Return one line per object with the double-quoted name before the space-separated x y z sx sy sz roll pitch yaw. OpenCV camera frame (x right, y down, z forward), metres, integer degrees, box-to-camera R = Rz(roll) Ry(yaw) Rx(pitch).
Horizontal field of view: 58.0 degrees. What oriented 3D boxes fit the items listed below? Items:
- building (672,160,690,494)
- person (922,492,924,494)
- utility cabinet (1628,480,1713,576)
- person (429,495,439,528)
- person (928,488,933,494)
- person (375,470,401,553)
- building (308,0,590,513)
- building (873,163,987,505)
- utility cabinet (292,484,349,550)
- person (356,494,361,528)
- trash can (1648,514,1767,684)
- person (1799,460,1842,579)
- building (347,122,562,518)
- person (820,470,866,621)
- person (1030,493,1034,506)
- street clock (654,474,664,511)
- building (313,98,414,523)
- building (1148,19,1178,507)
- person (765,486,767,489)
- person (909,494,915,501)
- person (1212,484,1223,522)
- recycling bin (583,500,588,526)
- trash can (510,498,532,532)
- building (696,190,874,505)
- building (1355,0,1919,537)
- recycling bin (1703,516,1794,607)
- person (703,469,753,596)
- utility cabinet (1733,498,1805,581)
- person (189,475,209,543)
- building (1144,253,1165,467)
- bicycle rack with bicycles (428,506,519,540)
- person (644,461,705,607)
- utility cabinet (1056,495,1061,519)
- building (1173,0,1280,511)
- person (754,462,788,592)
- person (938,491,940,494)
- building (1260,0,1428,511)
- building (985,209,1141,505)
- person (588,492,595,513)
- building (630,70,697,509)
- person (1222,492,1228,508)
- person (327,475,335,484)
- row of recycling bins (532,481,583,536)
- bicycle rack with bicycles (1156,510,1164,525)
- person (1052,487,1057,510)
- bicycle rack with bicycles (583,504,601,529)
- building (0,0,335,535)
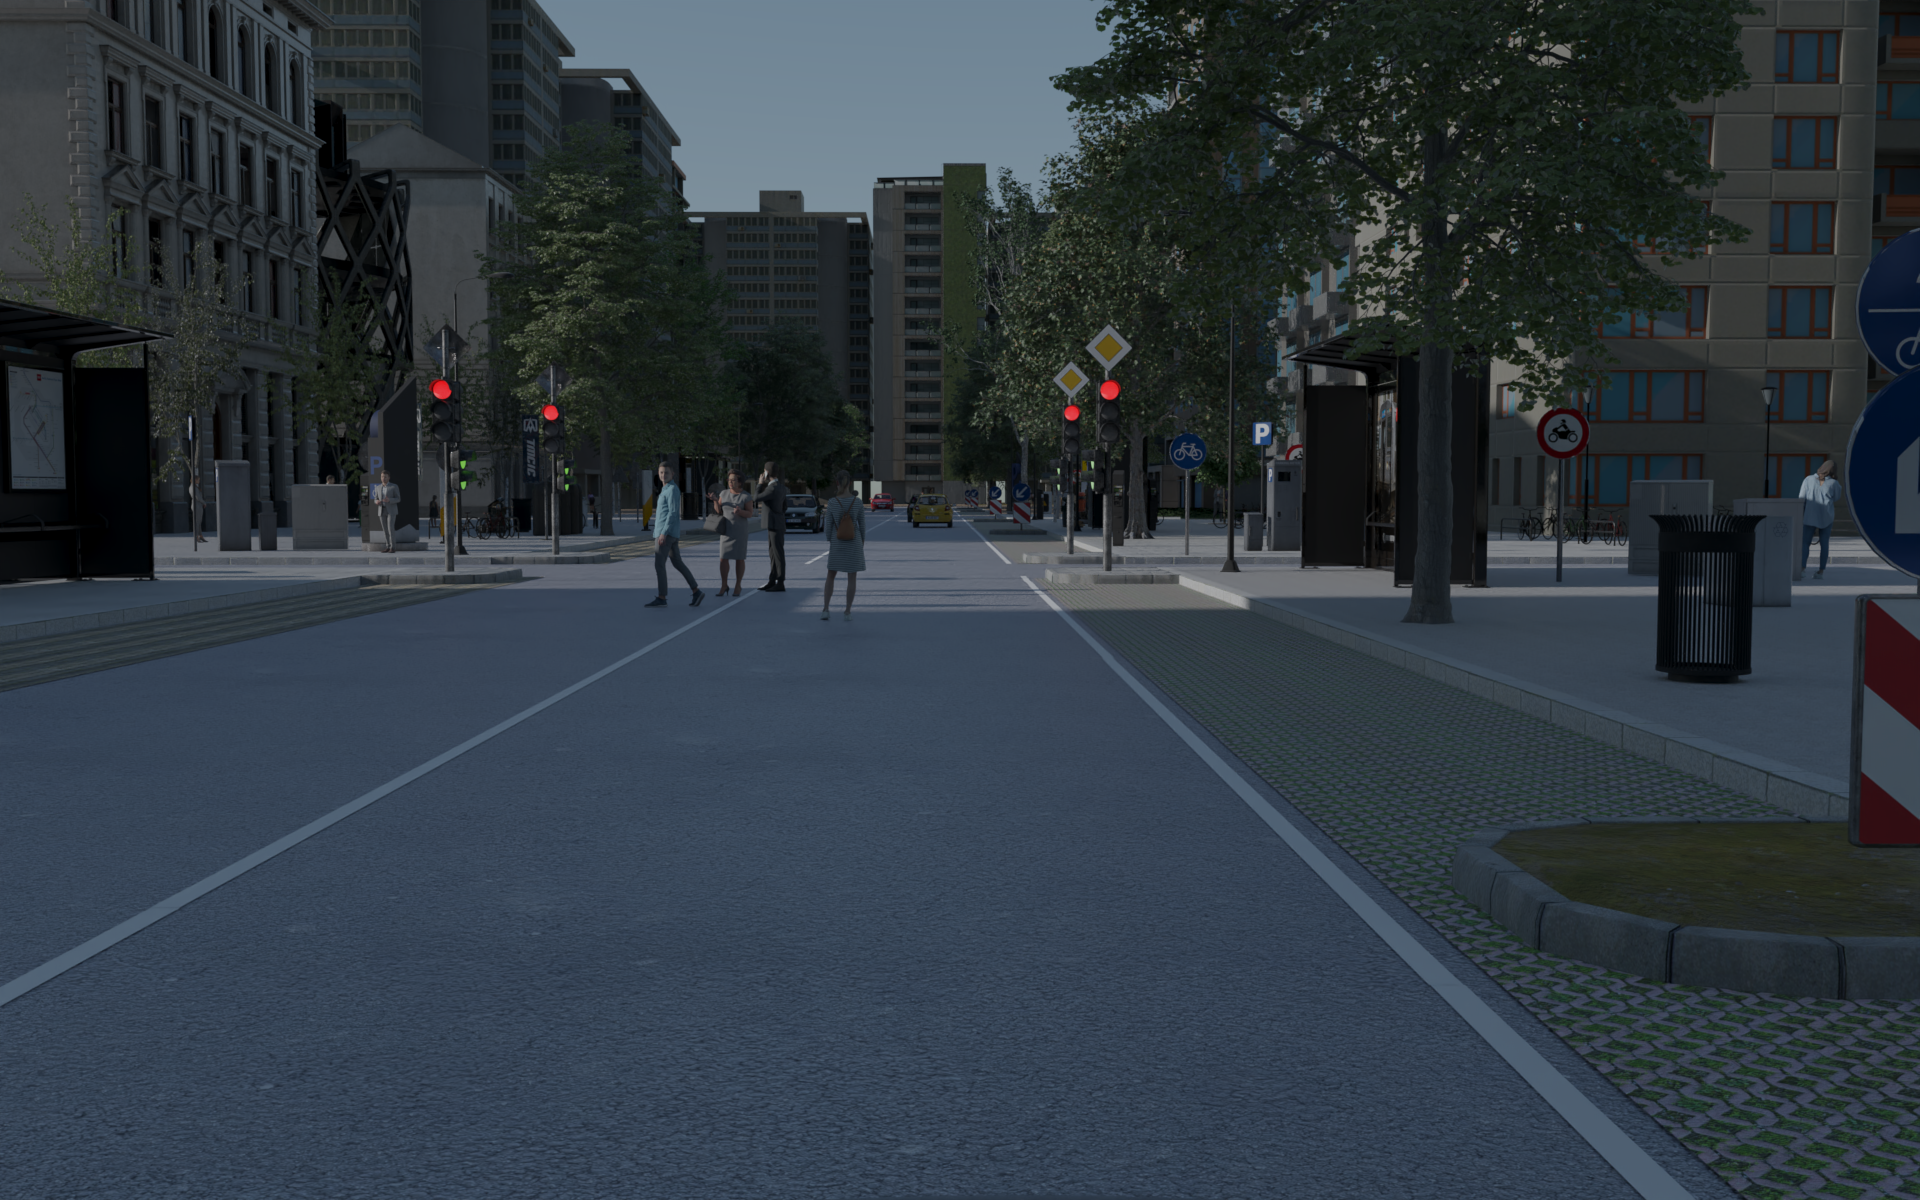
"building" -49.523 -34.547 219.467 28.867 44.769 22.147 0 4 -1
"person" -3.834 -10.481 180.664 0.445 1.727 0.742 -1 4 -13
"utility cabinet" 11.120 -1.128 27.127 1.173 1.500 0.318 3 4 37
"person" -19.757 -3.324 65.062 0.362 1.253 0.373 1 4 16
"person" -1.952 -6.737 118.669 0.705 1.822 1.348 2 4 28
"person" -12.512 -1.924 37.699 0.606 1.804 0.583 0 4 8
"building" -41.929 -26.375 123.113 32.217 40.220 23.993 0 4 -1
"building" -3.813 -32.601 216.627 14.086 41.232 14.154 0 4 -1
"utility cabinet" -14.590 -1.885 39.498 1.173 1.500 0.318 -1 4 -15
"person" -22.713 -3.404 65.952 0.590 1.304 0.306 1 4 21
"trash can" 5.123 -0.016 11.912 0.748 1.137 0.748 0 3 0
"person" 12.913 -1.211 26.105 0.793 1.790 0.793 -1 4 -11
"building" -29.892 -15.412 101.130 9.793 20.994 18.267 0 4 -1
"person" -1.314 -0.620 19.645 0.512 1.701 0.522 -1 4 -13
"person" 7.447 -10.378 178.906 0.628 1.438 0.799 -1 4 -10
"street clock" -11.031 -3.608 63.562 0.358 2.002 0.471 -2 4 -35
"building" -33.829 -12.881 78.054 16.820 18.784 16.811 0 4 -1
"building" 27.120 -43.449 148.648 20.563 71.187 20.611 0 4 -1
"person" -12.397 -6.435 111.525 0.850 1.792 0.678 0 4 -1
"person" -4.627 -9.975 174.816 0.991 1.433 0.599 -1 4 -18
"person" 11.766 -4.433 78.700 0.537 1.800 0.526 2 4 32
"recycling bin" -15.253 -3.429 68.622 0.722 1.027 0.722 2 4 29
"trash can" -14.705 -2.845 58.162 0.748 1.137 0.748 0 3 0
"building" -23.153 -32.563 224.289 23.993 40.220 32.217 0 4 -1
"building" 32.610 -13.470 65.272 28.899 21.520 27.650 0 4 -1
"recycling bin" 9.096 -0.456 20.002 0.722 1.027 0.722 0 4 -3
"person" -3.271 -0.940 24.235 0.716 1.782 0.532 1 4 14
"utility cabinet" 11.911 -0.880 25.554 1.020 1.237 0.306 -1 4 -16
"person" -20.045 -2.410 45.722 0.520 1.790 0.573 3 4 38
"building" 24.394 -24.189 167.183 14.160 30.474 14.107 0 4 -1
"bicycle rack with bicycles" -13.782 -2.232 49.880 2.852 0.926 2.925 2 4 23
"person" -3.627 -0.830 21.925 0.748 1.841 0.638 0 4 0
"utility cabinet" 5.022 -4.790 89.473 0.306 1.237 1.020 0 4 8
"building" 24.253 -29.475 132.026 14.600 45.320 14.200 0 4 -1
"person" -2.787 -1.076 25.450 0.474 1.900 0.648 0 4 0
"person" -2.036 -9.994 172.636 1.217 1.736 0.721 2 4 29
"building" 29.822 -29.158 96.339 23.786 49.044 30.456 0 4 -1
"building" 15.120 -32.592 224.752 23.993 40.220 32.217 0 4 -1
"person" -25.148 -6.654 118.067 0.421 1.427 0.697 -2 4 -32
"building" -38.494 -28.429 156.688 23.993 40.220 32.217 0 4 -1
"person" 17.574 -6.624 115.267 0.541 1.710 0.530 1 4 19
"person" -18.644 -2.758 51.100 0.822 1.834 0.622 -1 4 -19
"row of recycling bins" -12.684 -2.920 54.849 1.069 1.692 3.534 0 4 2
"bicycle rack with bicycles" 6.629 -3.494 70.508 2.925 0.926 2.852 1 4 19
"person" 7.545 -7.999 136.765 1.348 1.831 0.705 -3 5 -42
"bicycle rack with bicycles" -14.018 -3.063 63.463 2.852 0.926 2.925 -2 4 -25
"building" -30.326 -14.112 59.613 11.050 23.489 19.941 0 4 -1
